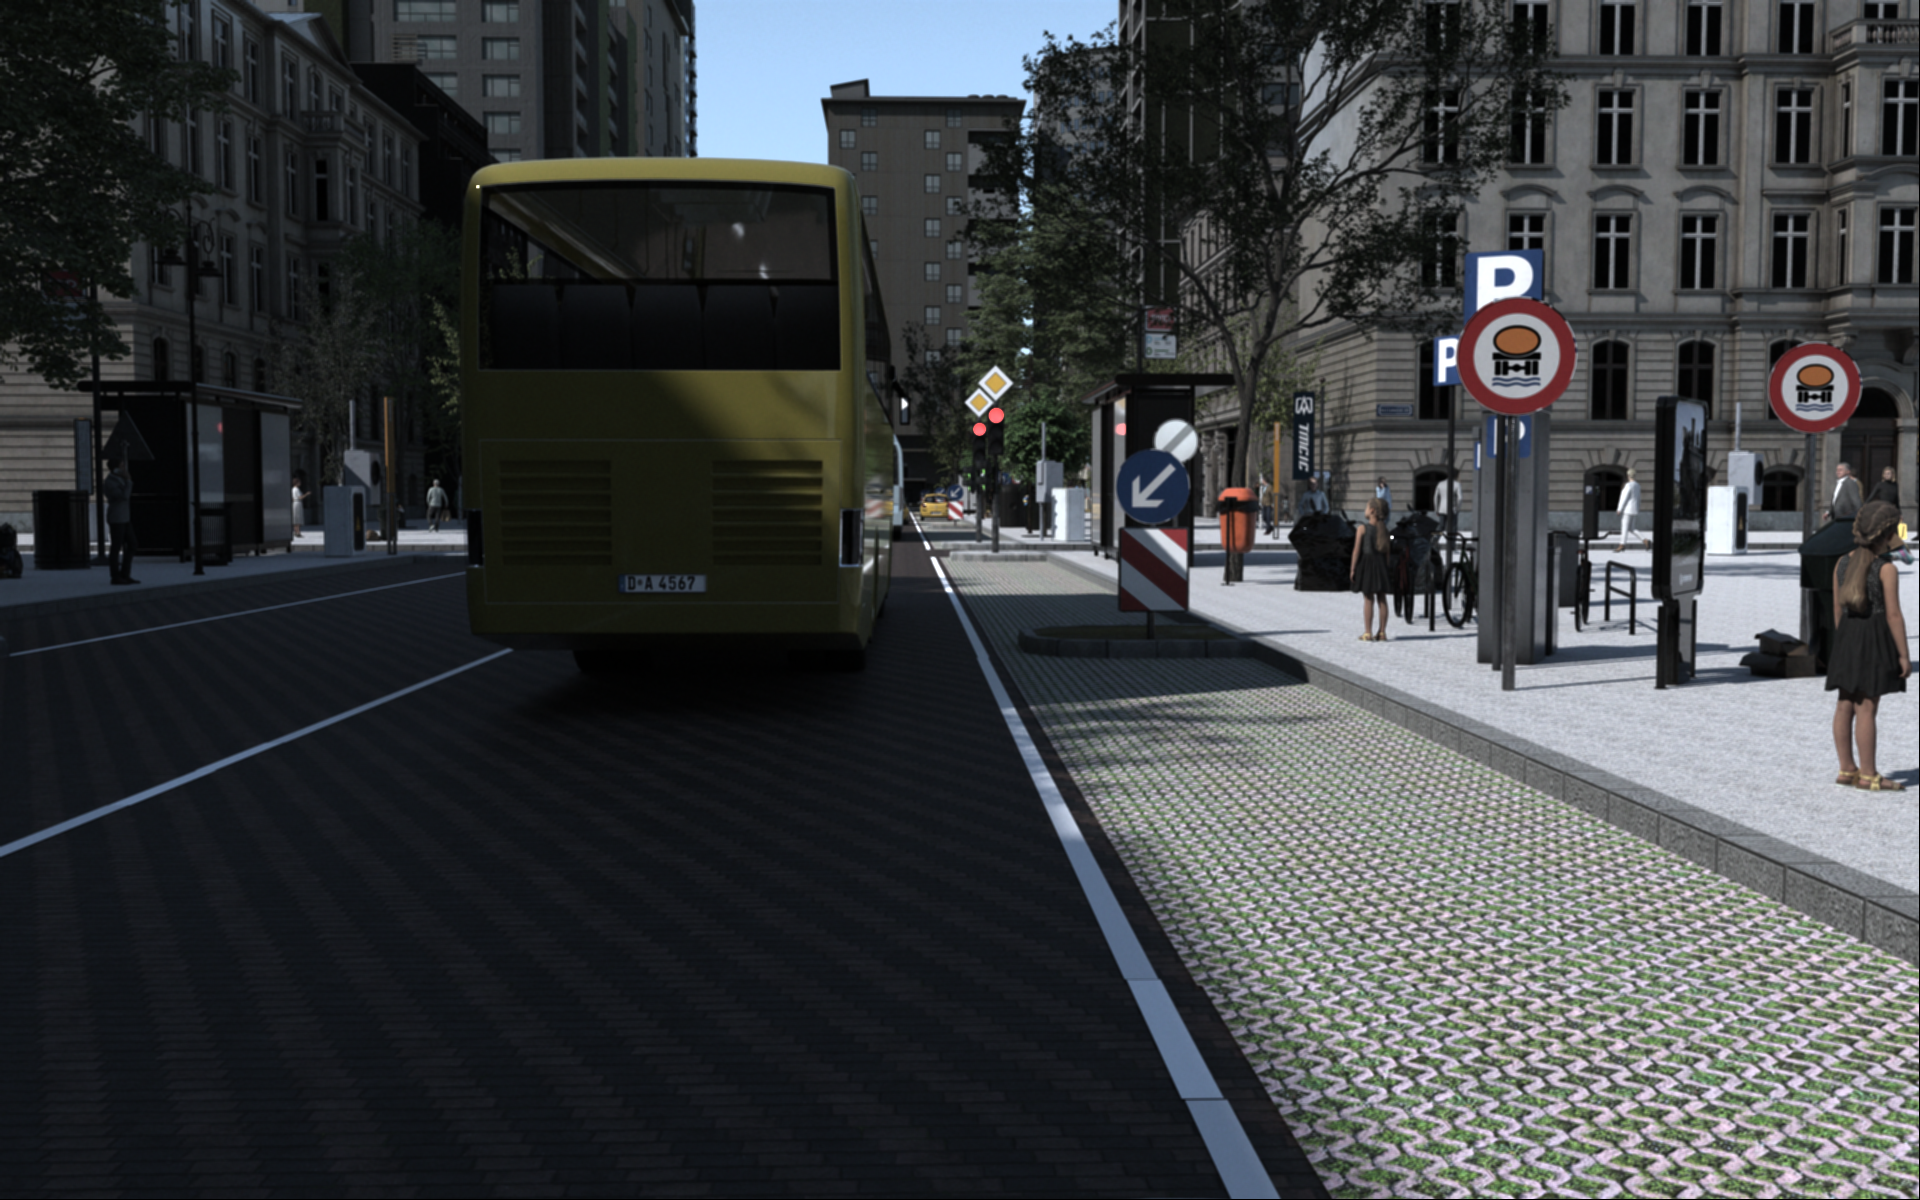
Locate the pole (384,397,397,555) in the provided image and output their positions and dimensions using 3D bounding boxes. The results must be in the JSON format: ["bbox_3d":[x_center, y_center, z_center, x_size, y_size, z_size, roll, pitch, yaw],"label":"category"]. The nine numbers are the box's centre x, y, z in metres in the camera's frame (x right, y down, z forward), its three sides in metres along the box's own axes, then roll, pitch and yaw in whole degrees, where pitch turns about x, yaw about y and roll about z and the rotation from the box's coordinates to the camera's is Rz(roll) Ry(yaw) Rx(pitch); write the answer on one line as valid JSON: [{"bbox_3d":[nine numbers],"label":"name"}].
[{"bbox_3d":[-12.002,-2.609,36.503,0.158,3.312,0.155,0,3,0],"label":"pole"}]

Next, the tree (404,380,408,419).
[{"bbox_3d":[-20.919,-7.429,71.819,4.737,8.622,4.395,0,3,0],"label":"tree"}]

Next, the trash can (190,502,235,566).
[{"bbox_3d":[-13.351,-1.182,30.973,0.748,1.137,0.748,0,3,0],"label":"trash can"}]

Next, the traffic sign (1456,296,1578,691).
[{"bbox_3d":[3.587,-0.682,11.250,0.768,2.556,0.104,0,4,4],"label":"traffic sign"}]

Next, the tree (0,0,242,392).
[{"bbox_3d":[-12.679,-6.285,20.891,7.486,12.596,7.792,0,3,0],"label":"tree"}]

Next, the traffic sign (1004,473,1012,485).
[{"bbox_3d":[2.682,-6.243,102.185,0.768,2.556,0.104,0,4,6],"label":"traffic sign"}]

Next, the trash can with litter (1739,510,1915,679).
[{"bbox_3d":[6.105,-0.051,12.222,1.055,1.170,0.624,-1,4,-20],"label":"trash can with litter"}]

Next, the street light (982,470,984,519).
[{"bbox_3d":[1.147,-7.037,87.839,0.468,5.910,1.993,0,4,-2],"label":"street light"}]

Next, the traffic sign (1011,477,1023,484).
[{"bbox_3d":[3.249,-5.911,96.746,0.768,2.556,0.104,0,3,0],"label":"traffic sign"}]

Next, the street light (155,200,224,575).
[{"bbox_3d":[-12.096,-3.337,27.347,0.468,5.910,1.993,0,4,-2],"label":"street light"}]

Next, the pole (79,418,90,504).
[{"bbox_3d":[-23.572,-3.230,46.650,0.158,3.312,0.155,0,3,0],"label":"pole"}]

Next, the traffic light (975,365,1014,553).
[{"bbox_3d":[0.756,-2.989,37.787,0.839,4.253,0.868,0,4,-2],"label":"traffic light"}]

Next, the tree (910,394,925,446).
[{"bbox_3d":[0.577,-11.079,115.551,8.767,10.594,7.601,0,4,3],"label":"tree"}]

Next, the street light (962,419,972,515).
[{"bbox_3d":[0.530,-8.039,104.217,0.468,5.910,1.993,0,4,-2],"label":"street light"}]

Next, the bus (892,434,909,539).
[{"bbox_3d":[-3.173,-3.859,57.960,2.948,3.499,13.247,0,4,-2],"label":"bus"}]

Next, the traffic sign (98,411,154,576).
[{"bbox_3d":[-13.007,-1.652,27.021,0.884,2.594,0.081,0,4,2],"label":"traffic sign"}]

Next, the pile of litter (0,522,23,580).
[{"bbox_3d":[-14.889,-0.761,26.409,1.176,0.858,1.719,-1,4,-10],"label":"pile of litter"}]

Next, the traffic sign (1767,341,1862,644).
[{"bbox_3d":[7.146,-0.885,14.573,0.768,2.556,0.104,0,4,3],"label":"traffic sign"}]

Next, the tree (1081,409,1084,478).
[{"bbox_3d":[9.028,-8.143,83.493,4.737,8.622,4.395,0,3,0],"label":"tree"}]

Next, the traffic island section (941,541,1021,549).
[{"bbox_3d":[0.526,-1.444,45.882,2.009,0.180,2.903,0,4,-2],"label":"traffic island section"}]

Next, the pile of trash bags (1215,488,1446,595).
[{"bbox_3d":[4.985,-0.847,23.593,3.447,1.369,1.912,3,5,41],"label":"pile of trash bags"}]

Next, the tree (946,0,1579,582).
[{"bbox_3d":[3.994,-5.522,24.704,8.767,10.594,7.601,0,4,-2],"label":"tree"}]

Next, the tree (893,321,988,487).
[{"bbox_3d":[-3.514,-20.511,191.247,12.611,20.169,13.585,0,3,0],"label":"tree"}]

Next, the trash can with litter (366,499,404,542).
[{"bbox_3d":[-15.708,-2.184,47.091,0.624,1.170,1.055,2,4,35],"label":"trash can with litter"}]

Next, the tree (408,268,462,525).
[{"bbox_3d":[-13.347,-6.141,50.768,4.737,8.622,4.395,0,3,0],"label":"tree"}]

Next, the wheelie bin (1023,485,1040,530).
[{"bbox_3d":[2.758,-3.280,61.535,0.980,1.594,0.693,-1,4,-17],"label":"wheelie bin"}]

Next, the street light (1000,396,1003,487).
[{"bbox_3d":[1.710,-6.063,71.910,0.468,5.910,1.993,0,4,-2],"label":"street light"}]

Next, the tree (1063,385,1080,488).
[{"bbox_3d":[7.978,-8.816,94.506,4.737,8.622,4.395,0,3,0],"label":"tree"}]

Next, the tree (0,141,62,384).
[{"bbox_3d":[-20.000,-5.166,34.834,4.360,8.622,3.978,0,3,0],"label":"tree"}]

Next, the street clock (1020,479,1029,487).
[{"bbox_3d":[2.926,-4.443,77.216,0.471,2.002,0.358,-1,4,-22],"label":"street clock"}]

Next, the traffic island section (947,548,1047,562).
[{"bbox_3d":[0.797,-0.955,37.902,2.009,0.180,2.903,0,4,-2],"label":"traffic island section"}]

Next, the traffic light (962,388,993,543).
[{"bbox_3d":[0.485,-3.477,45.767,0.839,4.253,0.868,0,4,-2],"label":"traffic light"}]

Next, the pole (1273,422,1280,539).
[{"bbox_3d":[8.982,-3.382,49.136,0.158,3.312,0.155,0,3,0],"label":"pole"}]

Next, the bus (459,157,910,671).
[{"bbox_3d":[-1.985,-1.548,16.861,2.896,3.916,12.252,0,4,-1],"label":"bus"}]

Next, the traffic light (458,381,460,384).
[{"bbox_3d":[-10.398,-2.965,37.394,0.839,4.253,0.868,0,4,-2],"label":"traffic light"}]

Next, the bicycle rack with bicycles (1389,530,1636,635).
[{"bbox_3d":[5.312,-0.203,16.705,2.852,0.926,2.925,1,4,15],"label":"bicycle rack with bicycles"}]

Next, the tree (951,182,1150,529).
[{"bbox_3d":[3.375,-8.847,62.777,7.486,12.596,7.792,0,3,0],"label":"tree"}]

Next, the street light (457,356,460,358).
[{"bbox_3d":[-12.786,-4.453,45.591,0.468,5.910,1.993,0,4,-2],"label":"street light"}]

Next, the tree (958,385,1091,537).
[{"bbox_3d":[2.484,-4.179,52.034,4.285,4.588,4.351,0,3,0],"label":"tree"}]

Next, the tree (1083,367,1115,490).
[{"bbox_3d":[8.387,-7.777,77.516,4.737,8.622,4.395,0,3,0],"label":"tree"}]

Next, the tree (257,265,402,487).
[{"bbox_3d":[-19.972,-6.401,55.015,4.360,8.622,3.978,0,3,0],"label":"tree"}]

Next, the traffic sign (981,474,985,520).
[{"bbox_3d":[1.199,-5.126,85.942,0.606,2.300,0.079,0,4,3],"label":"traffic sign"}]

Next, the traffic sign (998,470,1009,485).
[{"bbox_3d":[2.242,-5.620,91.998,0.768,2.556,0.104,0,4,0],"label":"traffic sign"}]

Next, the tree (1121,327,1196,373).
[{"bbox_3d":[9.166,-7.508,73.115,4.737,8.622,4.395,0,3,0],"label":"tree"}]

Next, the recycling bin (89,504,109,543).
[{"bbox_3d":[-23.135,-2.053,46.123,0.722,1.027,0.722,-3,4,-38],"label":"recycling bin"}]

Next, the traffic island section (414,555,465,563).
[{"bbox_3d":[-10.439,-0.932,37.527,2.009,0.180,2.903,0,4,-2],"label":"traffic island section"}]

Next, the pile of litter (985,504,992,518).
[{"bbox_3d":[1.597,-4.888,93.891,1.176,0.858,1.719,3,4,36],"label":"pile of litter"}]

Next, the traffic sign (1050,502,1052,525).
[{"bbox_3d":[3.581,-4.180,68.452,0.768,2.556,0.104,0,4,1],"label":"traffic sign"}]

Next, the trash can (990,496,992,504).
[{"bbox_3d":[2.261,-5.992,109.627,0.748,1.137,0.748,0,3,0],"label":"trash can"}]

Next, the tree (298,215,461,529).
[{"bbox_3d":[-20.746,-8.473,64.289,9.928,11.665,9.643,0,3,0],"label":"tree"}]

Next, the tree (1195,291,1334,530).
[{"bbox_3d":[11.041,-6.821,61.885,4.737,8.622,4.395,0,3,0],"label":"tree"}]

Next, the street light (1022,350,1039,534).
[{"bbox_3d":[2.271,-5.085,55.935,0.468,5.910,1.993,0,4,-2],"label":"street light"}]

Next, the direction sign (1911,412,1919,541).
[{"bbox_3d":[26.318,-3.391,47.441,0.379,3.537,0.876,1,4,16],"label":"direction sign"}]

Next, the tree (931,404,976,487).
[{"bbox_3d":[-0.050,-11.348,135.905,4.360,8.622,3.978,0,3,0],"label":"tree"}]

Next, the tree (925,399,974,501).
[{"bbox_3d":[-0.287,-10.814,127.176,4.737,8.622,4.395,0,3,0],"label":"tree"}]
